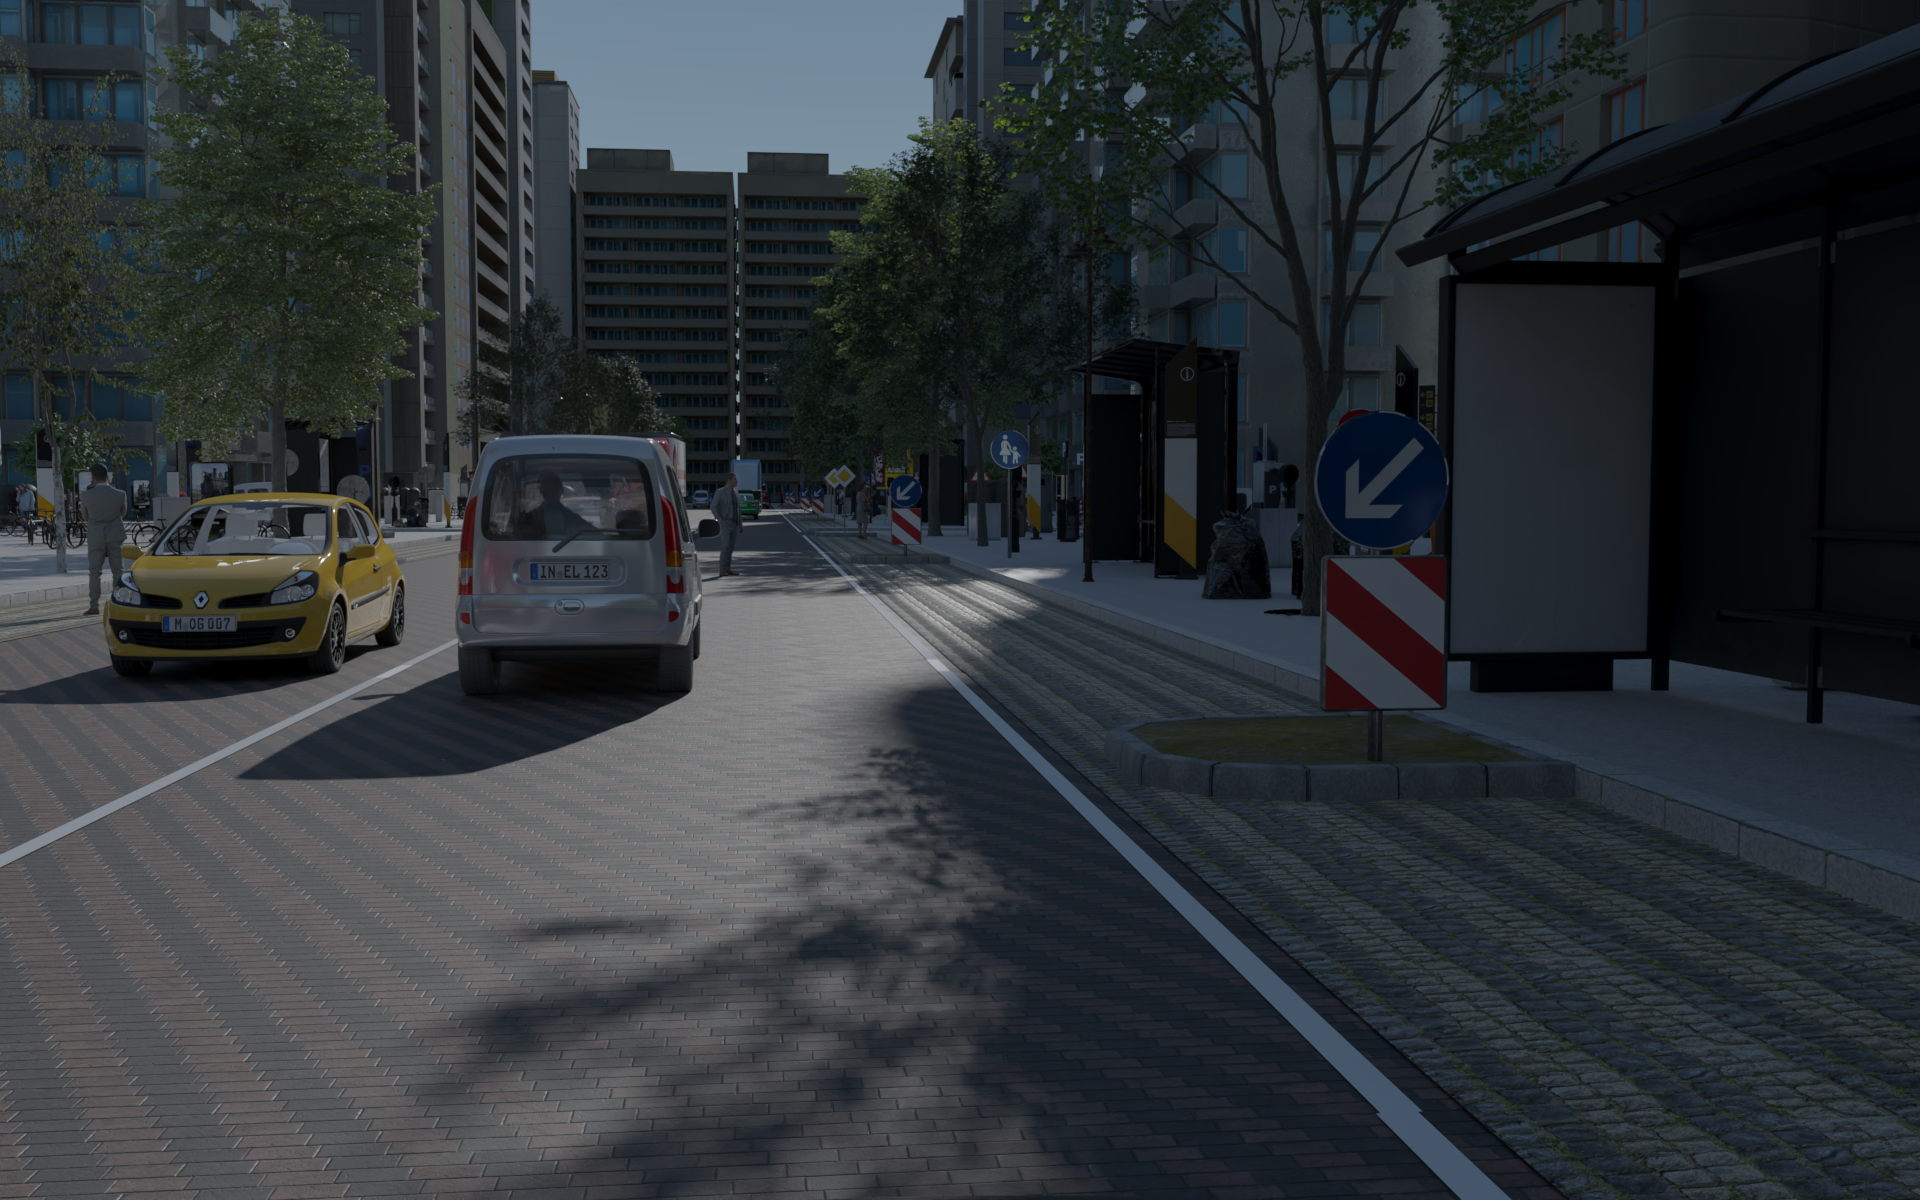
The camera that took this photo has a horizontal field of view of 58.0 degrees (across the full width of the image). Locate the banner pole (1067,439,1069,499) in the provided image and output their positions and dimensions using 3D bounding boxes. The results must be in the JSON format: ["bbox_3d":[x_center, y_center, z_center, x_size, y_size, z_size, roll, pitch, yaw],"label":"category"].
[{"bbox_3d":[4.930,-5.434,78.870,0.401,3.779,0.863,1,4,8],"label":"banner pole"}]

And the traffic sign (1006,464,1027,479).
[{"bbox_3d":[2.021,-3.669,59.999,0.884,2.594,0.081,0,4,3],"label":"traffic sign"}]

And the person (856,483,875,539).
[{"bbox_3d":[-2.959,-2.787,54.433,0.532,1.782,0.716,-1,4,-20],"label":"person"}]

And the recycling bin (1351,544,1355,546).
[{"bbox_3d":[10.067,-1.881,43.303,0.722,1.027,0.722,-1,4,-14],"label":"recycling bin"}]

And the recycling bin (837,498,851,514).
[{"bbox_3d":[-7.676,-6.247,114.686,0.722,1.027,0.722,3,5,44],"label":"recycling bin"}]

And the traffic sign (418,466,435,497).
[{"bbox_3d":[-24.423,-4.842,79.269,0.768,2.556,0.104,0,4,2],"label":"traffic sign"}]

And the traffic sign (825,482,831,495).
[{"bbox_3d":[-10.413,-8.496,139.019,0.768,2.556,0.104,0,4,-6],"label":"traffic sign"}]

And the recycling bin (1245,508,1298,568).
[{"bbox_3d":[5.440,-1.087,30.323,0.722,1.027,0.722,-1,4,-14],"label":"recycling bin"}]

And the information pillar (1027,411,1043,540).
[{"bbox_3d":[2.088,-3.504,48.642,0.504,3.616,0.183,-3,5,-45],"label":"information pillar"}]

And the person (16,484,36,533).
[{"bbox_3d":[-32.255,-3.129,59.917,0.793,1.790,0.793,-2,4,-31],"label":"person"}]

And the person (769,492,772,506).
[{"bbox_3d":[-23.875,-12.676,216.427,0.721,1.739,1.217,3,4,36],"label":"person"}]

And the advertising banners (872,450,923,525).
[{"bbox_3d":[-2.478,-4.435,68.698,2.074,3.025,0.090,-1,4,-19],"label":"advertising banners"}]

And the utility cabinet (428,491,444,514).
[{"bbox_3d":[-32.511,-6.058,107.719,0.318,1.500,1.173,2,4,28],"label":"utility cabinet"}]

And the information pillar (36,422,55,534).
[{"bbox_3d":[-29.519,-3.949,55.925,0.504,3.616,0.183,-3,4,-38],"label":"information pillar"}]

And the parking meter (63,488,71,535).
[{"bbox_3d":[-28.154,-2.811,54.374,0.372,1.533,0.369,0,3,0],"label":"parking meter"}]

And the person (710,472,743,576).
[{"bbox_3d":[-4.076,-1.335,30.432,0.391,1.810,0.635,2,4,27],"label":"person"}]

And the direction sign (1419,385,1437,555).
[{"bbox_3d":[9.919,-2.688,35.947,0.876,3.537,0.379,3,5,40],"label":"direction sign"}]

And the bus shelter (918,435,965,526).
[{"bbox_3d":[-0.916,-4.930,71.893,1.731,3.624,6.357,0,4,-6],"label":"bus shelter"}]

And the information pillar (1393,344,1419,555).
[{"bbox_3d":[6.909,-2.173,26.890,0.183,3.616,0.504,-1,4,-22],"label":"information pillar"}]

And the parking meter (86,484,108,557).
[{"bbox_3d":[-17.450,-1.629,35.051,0.372,1.533,0.369,0,3,0],"label":"parking meter"}]

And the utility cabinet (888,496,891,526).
[{"bbox_3d":[-2.691,-3.610,70.187,0.306,1.237,1.020,-1,4,-13],"label":"utility cabinet"}]

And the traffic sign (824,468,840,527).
[{"bbox_3d":[-4.817,-3.843,66.480,0.795,2.450,0.064,0,4,-7],"label":"traffic sign"}]

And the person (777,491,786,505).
[{"bbox_3d":[-20.645,-11.765,200.787,1.348,1.831,0.705,-3,5,-41],"label":"person"}]

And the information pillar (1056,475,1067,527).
[{"bbox_3d":[3.953,-3.843,67.329,0.304,2.012,0.304,-3,5,-42],"label":"information pillar"}]

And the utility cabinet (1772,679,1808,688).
[{"bbox_3d":[6.005,-0.165,11.370,1.173,1.500,0.318,0,4,2],"label":"utility cabinet"}]

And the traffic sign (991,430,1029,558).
[{"bbox_3d":[0.992,-2.107,34.554,0.768,2.556,0.104,0,4,0],"label":"traffic sign"}]

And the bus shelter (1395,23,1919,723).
[{"bbox_3d":[4.152,-0.904,8.709,2.014,3.302,5.546,0,4,-7],"label":"bus shelter"}]

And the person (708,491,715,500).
[{"bbox_3d":[-24.626,-10.041,173.394,1.217,1.735,0.721,-2,4,-28],"label":"person"}]

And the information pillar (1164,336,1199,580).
[{"bbox_3d":[3.319,-2.112,25.889,0.504,3.616,0.183,1,4,15],"label":"information pillar"}]

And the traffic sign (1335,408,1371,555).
[{"bbox_3d":[5.947,-1.573,25.826,0.768,2.556,0.104,0,4,-2],"label":"traffic sign"}]

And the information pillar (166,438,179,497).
[{"bbox_3d":[-29.717,-4.530,65.416,0.504,3.616,0.183,1,4,19],"label":"information pillar"}]

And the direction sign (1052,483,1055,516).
[{"bbox_3d":[5.417,-6.724,101.935,0.876,3.537,0.379,0,4,6],"label":"direction sign"}]

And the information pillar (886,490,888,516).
[{"bbox_3d":[-4.055,-5.839,99.960,0.304,2.012,0.304,2,4,33],"label":"information pillar"}]

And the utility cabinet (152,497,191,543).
[{"bbox_3d":[-17.568,-1.693,38.849,0.306,1.237,1.020,2,4,26],"label":"utility cabinet"}]

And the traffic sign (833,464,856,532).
[{"bbox_3d":[-3.905,-3.358,58.547,0.795,2.450,0.064,0,4,-7],"label":"traffic sign"}]

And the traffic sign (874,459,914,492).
[{"bbox_3d":[-3.734,-6.351,97.717,2.265,3.308,0.079,0,4,-1],"label":"traffic sign"}]

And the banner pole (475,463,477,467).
[{"bbox_3d":[-38.241,-9.034,137.729,0.401,3.779,0.863,3,5,40],"label":"banner pole"}]

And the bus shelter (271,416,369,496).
[{"bbox_3d":[-19.489,-3.799,53.399,1.731,3.624,6.357,0,4,-7],"label":"bus shelter"}]

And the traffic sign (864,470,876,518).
[{"bbox_3d":[-4.713,-5.649,92.472,0.768,2.556,0.104,0,4,3],"label":"traffic sign"}]

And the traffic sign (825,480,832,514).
[{"bbox_3d":[-8.419,-6.920,113.247,0.768,2.556,0.104,0,4,-1],"label":"traffic sign"}]

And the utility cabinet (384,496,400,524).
[{"bbox_3d":[-24.216,-3.832,73.817,0.306,1.237,1.020,0,4,4],"label":"utility cabinet"}]

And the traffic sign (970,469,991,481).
[{"bbox_3d":[0.855,-4.458,72.890,0.884,2.594,0.081,0,4,0],"label":"traffic sign"}]

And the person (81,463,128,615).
[{"bbox_3d":[-10.191,-0.730,20.624,0.511,1.800,0.466,-3,5,-43],"label":"person"}]

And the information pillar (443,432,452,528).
[{"bbox_3d":[-19.520,-4.559,65.887,0.183,3.616,0.504,-2,4,-35],"label":"information pillar"}]

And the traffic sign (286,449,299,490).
[{"bbox_3d":[-18.996,-2.976,48.765,0.768,2.556,0.104,0,4,1],"label":"traffic sign"}]

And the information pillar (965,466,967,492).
[{"bbox_3d":[0.255,-8.171,124.953,0.504,3.616,0.183,0,4,6],"label":"information pillar"}]

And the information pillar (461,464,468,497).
[{"bbox_3d":[-38.211,-8.696,133.539,0.504,3.616,0.183,-1,4,-12],"label":"information pillar"}]

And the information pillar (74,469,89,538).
[{"bbox_3d":[-25.626,-2.818,50.560,0.304,2.012,0.304,3,5,40],"label":"information pillar"}]

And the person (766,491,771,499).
[{"bbox_3d":[-19.497,-10.225,176.194,0.721,1.766,1.217,1,4,11],"label":"person"}]

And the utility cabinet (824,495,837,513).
[{"bbox_3d":[-8.636,-6.463,116.838,1.020,1.237,0.306,0,4,8],"label":"utility cabinet"}]

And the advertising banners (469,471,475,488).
[{"bbox_3d":[-36.746,-8.367,132.991,2.074,3.025,0.090,1,4,10],"label":"advertising banners"}]

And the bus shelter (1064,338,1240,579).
[{"bbox_3d":[3.128,-2.327,29.327,1.731,3.624,6.357,0,4,-6],"label":"bus shelter"}]

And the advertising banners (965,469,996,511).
[{"bbox_3d":[1.230,-6.711,105.912,2.074,3.025,0.090,1,4,17],"label":"advertising banners"}]

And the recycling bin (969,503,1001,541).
[{"bbox_3d":[0.682,-2.168,48.000,0.722,1.027,0.722,-1,4,-19],"label":"recycling bin"}]

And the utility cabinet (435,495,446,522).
[{"bbox_3d":[-23.896,-4.189,79.658,0.306,1.237,1.020,0,4,-6],"label":"utility cabinet"}]

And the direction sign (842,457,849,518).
[{"bbox_3d":[-6.283,-6.280,94.673,0.379,3.537,0.876,0,4,2],"label":"direction sign"}]
